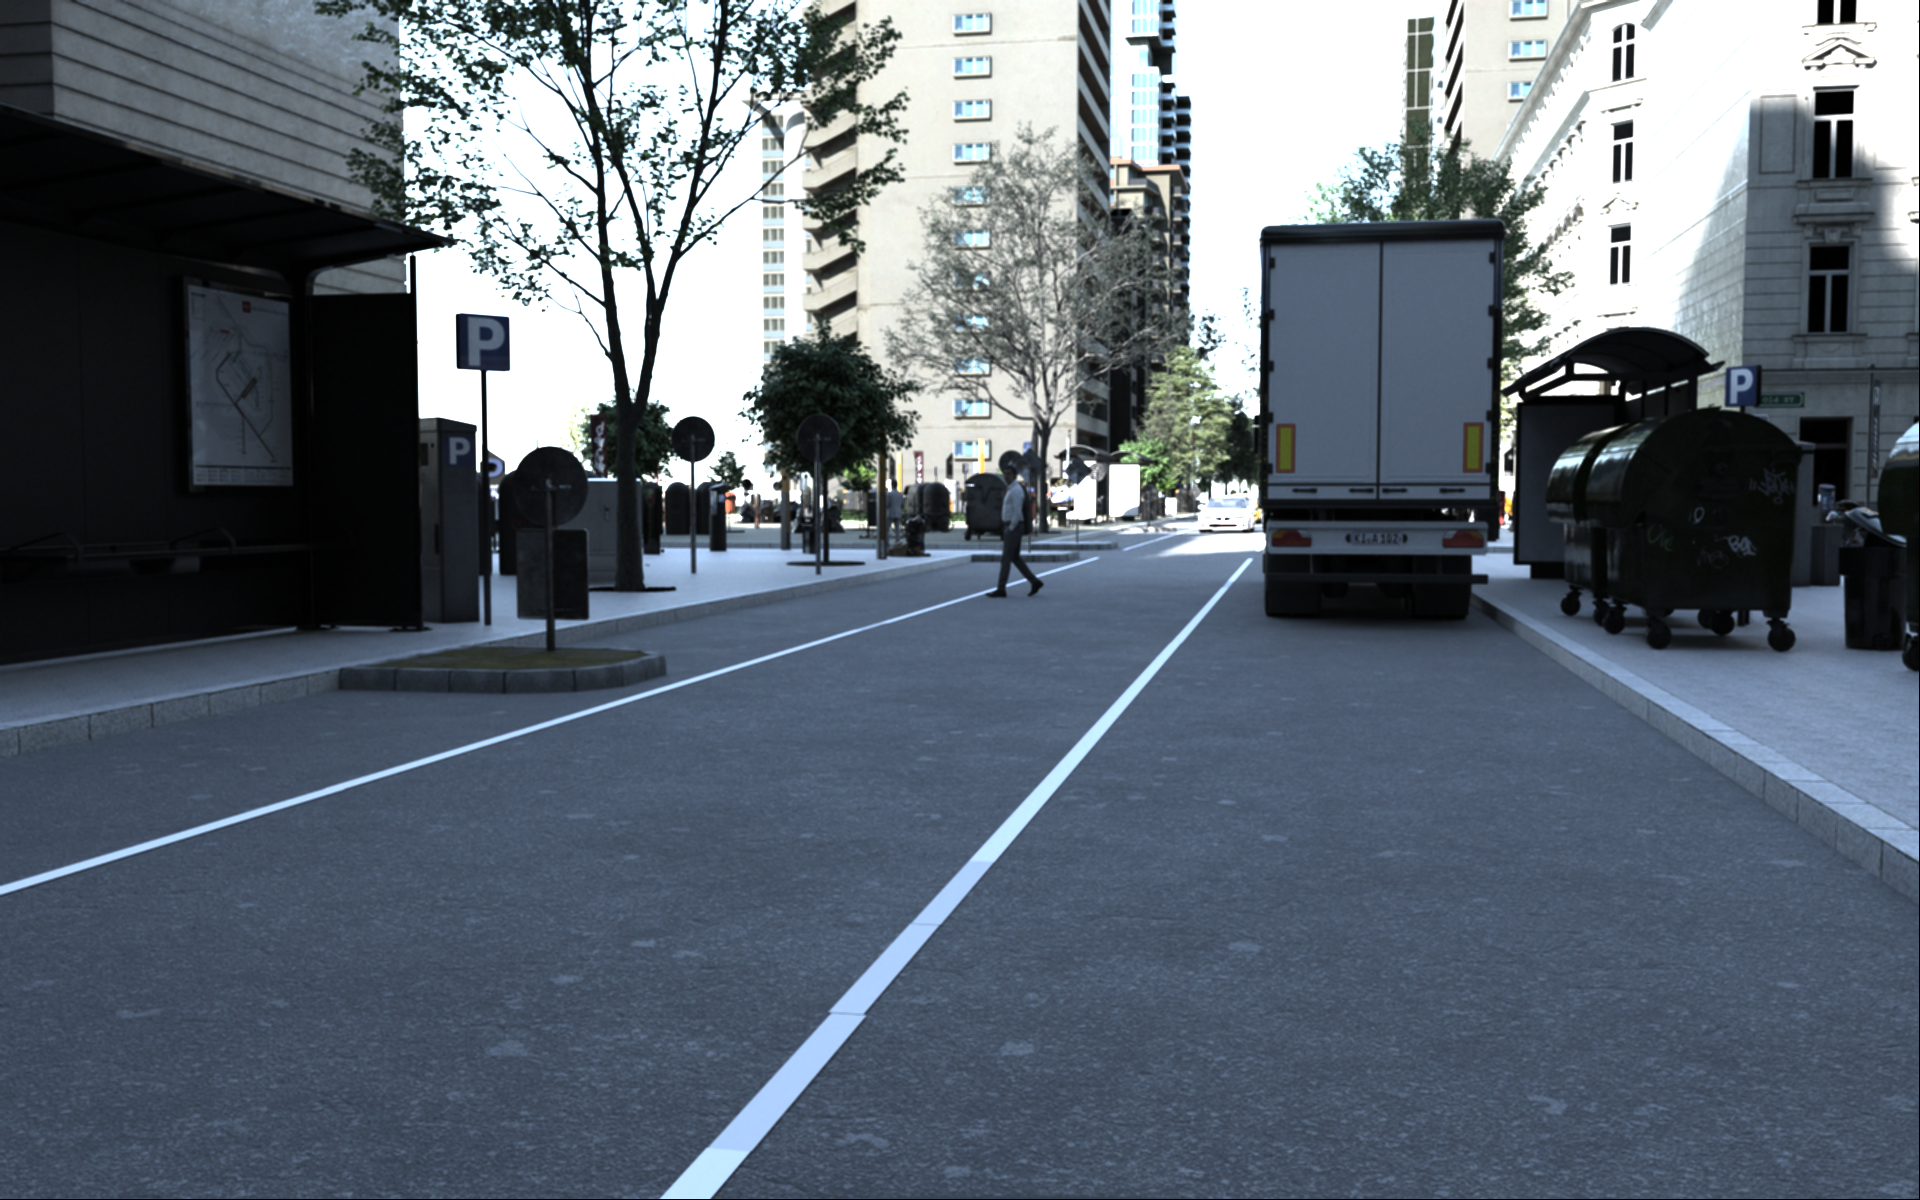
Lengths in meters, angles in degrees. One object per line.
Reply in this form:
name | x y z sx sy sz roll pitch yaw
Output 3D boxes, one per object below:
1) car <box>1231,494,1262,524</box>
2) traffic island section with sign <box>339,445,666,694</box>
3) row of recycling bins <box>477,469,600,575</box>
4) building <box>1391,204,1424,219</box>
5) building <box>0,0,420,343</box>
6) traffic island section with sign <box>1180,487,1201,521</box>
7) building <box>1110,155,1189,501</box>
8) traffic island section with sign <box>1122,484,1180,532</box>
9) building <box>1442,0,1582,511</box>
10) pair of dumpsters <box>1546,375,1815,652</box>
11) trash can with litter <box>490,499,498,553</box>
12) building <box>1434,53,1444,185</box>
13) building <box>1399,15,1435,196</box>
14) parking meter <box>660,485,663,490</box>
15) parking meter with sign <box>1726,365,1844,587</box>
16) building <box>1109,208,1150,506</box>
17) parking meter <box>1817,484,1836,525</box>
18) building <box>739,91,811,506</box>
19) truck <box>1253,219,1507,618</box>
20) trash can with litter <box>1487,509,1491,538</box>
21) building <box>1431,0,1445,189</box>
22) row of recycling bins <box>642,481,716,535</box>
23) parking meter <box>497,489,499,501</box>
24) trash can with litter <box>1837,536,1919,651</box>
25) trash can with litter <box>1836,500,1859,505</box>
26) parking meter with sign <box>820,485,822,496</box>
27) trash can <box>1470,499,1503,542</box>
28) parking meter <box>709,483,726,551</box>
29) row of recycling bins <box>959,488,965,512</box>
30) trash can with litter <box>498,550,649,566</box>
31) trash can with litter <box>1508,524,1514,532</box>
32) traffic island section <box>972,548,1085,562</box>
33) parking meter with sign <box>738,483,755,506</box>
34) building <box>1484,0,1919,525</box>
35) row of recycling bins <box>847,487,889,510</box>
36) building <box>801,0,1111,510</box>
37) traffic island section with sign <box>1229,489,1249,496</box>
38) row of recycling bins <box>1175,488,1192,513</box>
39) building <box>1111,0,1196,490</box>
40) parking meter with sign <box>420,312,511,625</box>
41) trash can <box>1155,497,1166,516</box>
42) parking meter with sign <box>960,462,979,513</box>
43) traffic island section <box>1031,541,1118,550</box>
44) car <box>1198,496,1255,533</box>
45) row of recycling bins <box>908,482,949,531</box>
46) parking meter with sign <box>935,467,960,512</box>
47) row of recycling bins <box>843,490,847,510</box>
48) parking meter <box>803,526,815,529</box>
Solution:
car | 13.587 -4.456 83.072 2.015 1.641 3.980 1 4 12
traffic island section with sign | -3.391 -0.293 13.424 1.989 1.847 2.006 1 4 11
row of recycling bins | -7.441 -1.252 27.585 3.534 1.692 1.069 -1 4 -13
building | 67.291 -34.213 242.978 14.154 41.232 14.086 1 4 11
building | -19.832 -11.003 29.053 18.267 20.994 9.793 1 4 11
traffic island section with sign | 12.891 -5.253 94.518 1.989 1.847 2.006 1 4 11
building | 18.179 -34.986 226.646 22.147 44.769 28.867 1 4 11
traffic island section with sign | 7.340 -3.565 66.917 1.989 1.847 2.006 1 4 11
building | 50.508 -31.539 139.368 21.300 48.544 21.600 1 4 11
pair of dumpsters | 6.568 -0.834 16.128 1.574 2.255 4.437 1 4 11
trash can with litter | -10.110 -1.633 37.758 2.233 1.210 1.678 2 4 24
building | 56.975 -33.330 164.555 23.786 49.044 30.456 1 4 11
building | 74.097 -50.173 258.578 20.563 71.187 20.611 1 4 11
parking meter | -18.738 -6.263 108.114 0.399 1.863 0.255 2 4 34
parking meter with sign | 11.430 -1.694 23.957 1.738 3.016 0.543 -1 4 -22
building | 11.466 -24.669 175.032 14.160 30.474 14.107 1 4 11
parking meter | 21.143 -2.071 42.276 0.372 1.533 0.369 0 3 0
building | -1.132 -28.500 157.862 32.217 40.220 23.993 1 4 11
truck | 5.327 -2.107 23.371 2.839 4.237 11.283 1 4 10
trash can with litter | 15.086 -2.369 50.127 0.624 1.170 1.055 -1 4 -17
building | 68.345 -55.369 217.947 22.319 86.520 31.000 1 4 11
row of recycling bins | -9.379 -2.937 55.130 3.534 1.692 1.069 0 4 2
parking meter | -18.677 -3.800 70.546 0.372 1.533 0.369 0 3 0
trash can with litter | 7.784 -0.172 14.194 0.624 1.170 1.055 -3 4 -37
trash can with litter | 16.736 -1.277 32.259 1.055 1.170 0.624 -1 4 -22
parking meter with sign | -6.662 -5.148 80.436 0.543 3.016 1.738 1 4 15
trash can | 14.323 -2.161 46.992 0.748 1.137 0.748 0 3 0
parking meter | -5.450 -1.869 38.976 0.372 1.533 0.369 0 3 0
row of recycling bins | 1.047 -6.733 117.191 3.534 1.692 1.069 -2 4 -28
trash can with litter | -6.782 -1.215 30.916 2.233 1.210 1.678 2 4 32
trash can with litter | 18.855 -2.879 58.460 0.624 1.170 1.055 -1 4 -14
traffic island section | 1.494 -0.949 37.801 2.009 0.180 2.903 1 4 11
parking meter with sign | -13.275 -6.889 108.904 0.543 3.016 1.738 3 5 41
building | 38.810 -19.330 92.463 17.030 29.872 44.131 1 4 11
row of recycling bins | -5.278 -6.050 106.034 1.069 1.692 3.534 2 4 33
building | -0.175 -31.211 134.000 21.300 48.544 21.600 1 4 11
traffic island section with sign | 22.738 -8.253 143.567 1.989 1.847 2.006 1 4 11
row of recycling bins | 15.303 -6.805 118.378 1.069 1.692 3.534 0 4 2
building | 24.112 -57.614 254.665 22.319 86.520 31.000 1 4 11
parking meter with sign | -5.188 -1.297 17.467 0.543 3.016 1.738 -3 5 -43
trash can | 11.587 -5.403 99.986 0.748 1.137 0.748 0 3 0
parking meter with sign | 0.683 -5.997 94.310 0.543 3.016 1.738 1 4 20
traffic island section | 3.067 -1.428 45.631 2.009 0.180 2.903 1 4 11
car | 10.019 -3.211 64.857 2.083 1.381 4.827 1 4 13
row of recycling bins | -1.183 -3.347 61.836 1.069 1.692 3.534 -1 4 -13
parking meter with sign | -0.448 -6.341 99.929 1.738 3.016 0.543 2 4 24
row of recycling bins | -6.747 -6.328 110.575 1.069 1.692 3.534 -1 4 -15
parking meter | -4.510 -2.643 51.620 0.372 1.533 0.369 0 3 0
